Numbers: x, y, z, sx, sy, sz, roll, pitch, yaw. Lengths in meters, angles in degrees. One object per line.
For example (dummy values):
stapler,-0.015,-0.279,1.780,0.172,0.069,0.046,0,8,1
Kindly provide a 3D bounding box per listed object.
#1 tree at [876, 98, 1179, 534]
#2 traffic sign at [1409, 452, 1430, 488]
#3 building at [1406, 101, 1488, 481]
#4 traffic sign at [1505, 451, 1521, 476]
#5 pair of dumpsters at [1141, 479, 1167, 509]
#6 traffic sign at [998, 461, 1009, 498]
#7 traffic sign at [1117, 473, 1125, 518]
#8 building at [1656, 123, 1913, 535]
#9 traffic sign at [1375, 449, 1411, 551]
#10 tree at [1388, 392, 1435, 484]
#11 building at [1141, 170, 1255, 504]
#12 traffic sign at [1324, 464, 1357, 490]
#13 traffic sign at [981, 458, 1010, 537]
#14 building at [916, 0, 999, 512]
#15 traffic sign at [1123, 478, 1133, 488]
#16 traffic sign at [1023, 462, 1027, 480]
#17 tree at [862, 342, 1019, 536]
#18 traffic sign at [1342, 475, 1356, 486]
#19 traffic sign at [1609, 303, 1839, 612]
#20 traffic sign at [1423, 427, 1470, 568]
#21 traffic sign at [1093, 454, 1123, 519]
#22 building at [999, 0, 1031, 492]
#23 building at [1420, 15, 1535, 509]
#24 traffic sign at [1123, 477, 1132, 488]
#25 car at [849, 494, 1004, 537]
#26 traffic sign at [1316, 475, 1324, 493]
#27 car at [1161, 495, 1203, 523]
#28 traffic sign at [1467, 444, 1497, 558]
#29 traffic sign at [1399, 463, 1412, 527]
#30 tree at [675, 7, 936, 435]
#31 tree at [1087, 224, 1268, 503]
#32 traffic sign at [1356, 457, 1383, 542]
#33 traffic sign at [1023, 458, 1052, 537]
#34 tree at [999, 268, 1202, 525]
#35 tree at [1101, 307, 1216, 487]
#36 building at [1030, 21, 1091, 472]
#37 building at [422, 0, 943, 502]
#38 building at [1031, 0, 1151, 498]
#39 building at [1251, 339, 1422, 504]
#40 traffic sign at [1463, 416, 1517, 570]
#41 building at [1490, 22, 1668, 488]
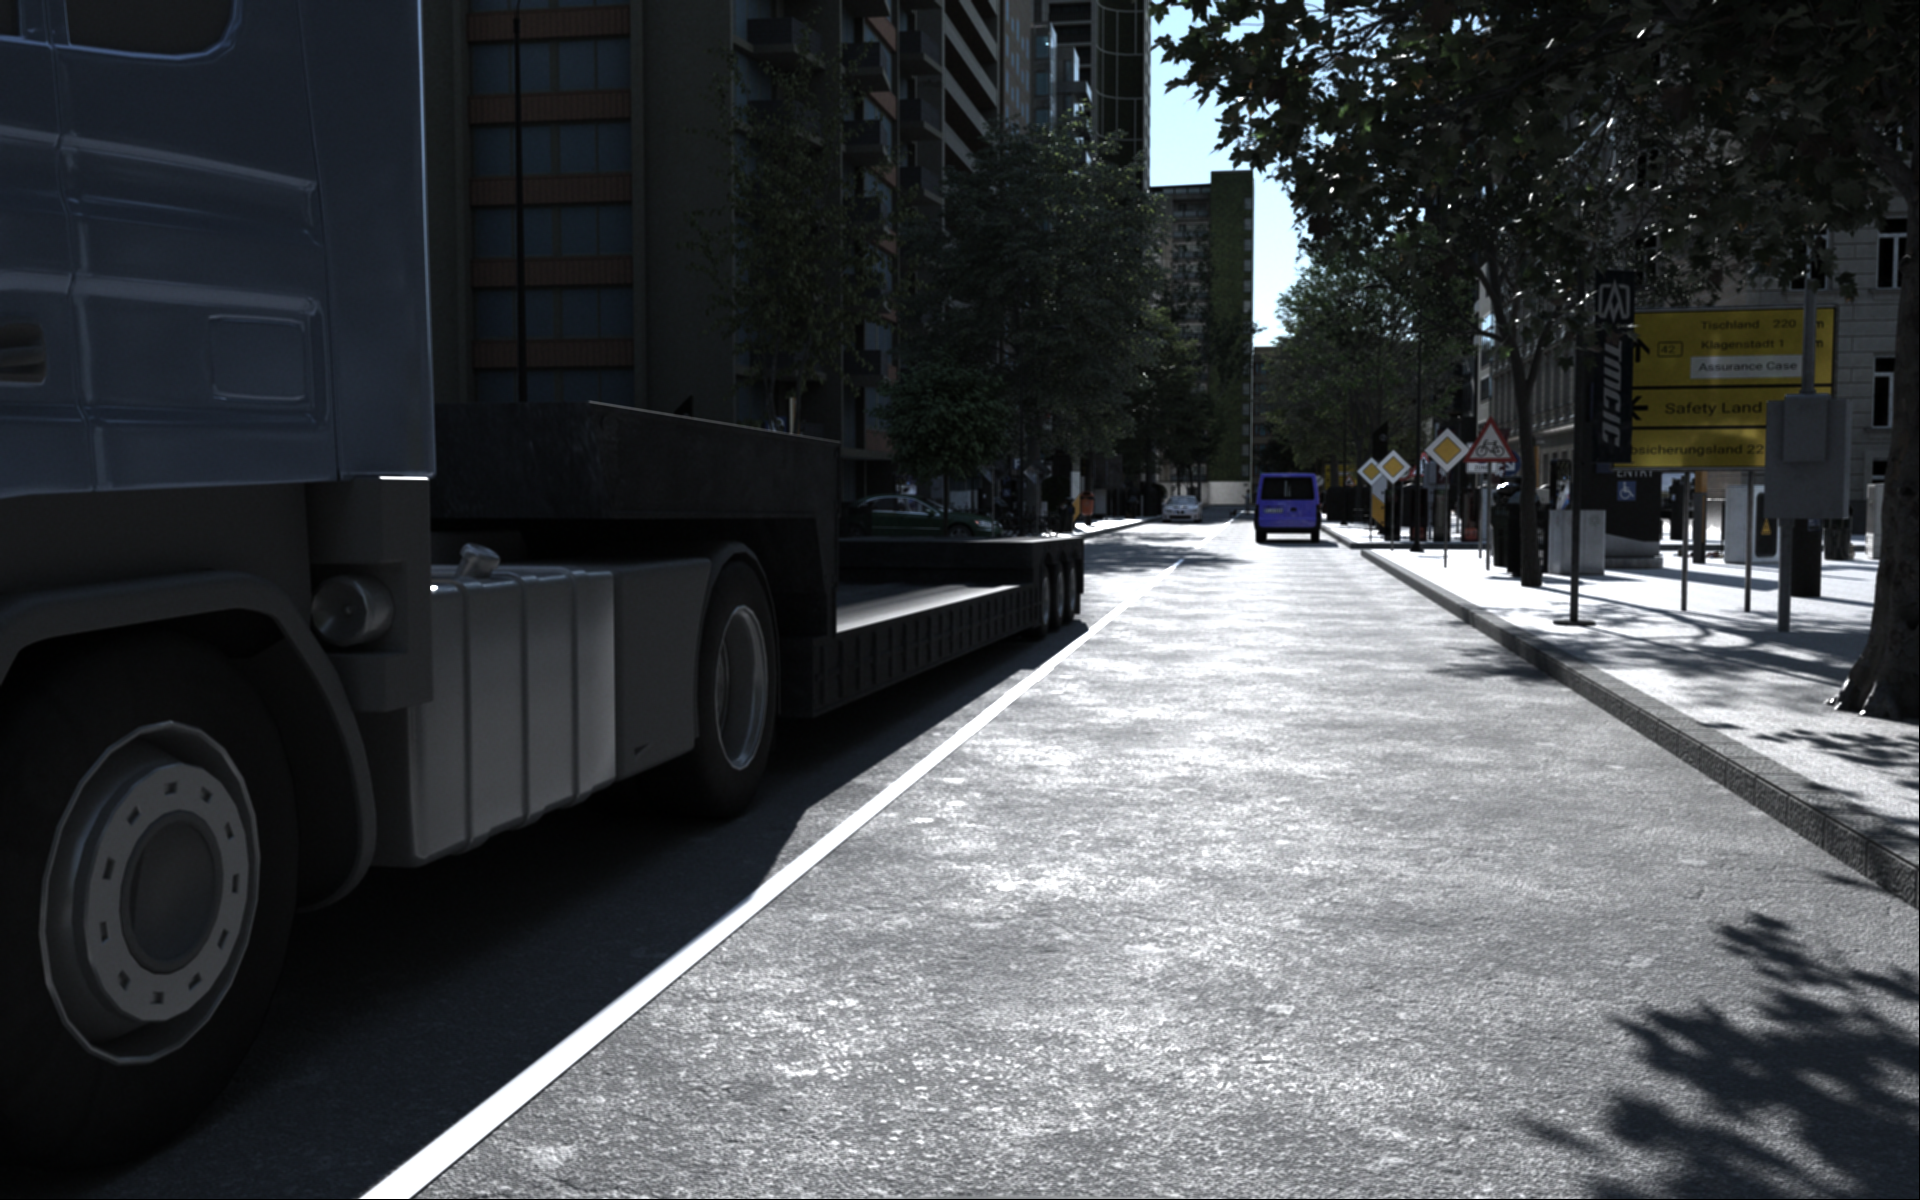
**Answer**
tree,2.272,-9.139,56.080,9.857,13.997,8.962,0,3,0
traffic sign,14.170,-3.240,52.981,0.884,2.594,0.081,1,4,17
building,55.035,-31.264,165.787,22.147,44.769,28.867,1,4,10
traffic sign,15.808,-3.056,50.071,0.768,2.556,0.104,1,4,15
pair of dumpsters,12.577,-6.719,112.346,1.574,2.255,4.437,1,4,10
traffic sign,1.421,-3.894,63.779,0.768,2.556,0.104,1,4,16
traffic sign,8.564,-5.731,93.810,0.768,2.556,0.104,1,4,14
building,37.676,-15.932,57.749,25.104,27.353,12.463,1,4,10
traffic sign,9.675,-2.146,38.732,0.795,2.450,0.064,1,4,10
tree,29.761,-10.012,114.061,4.737,8.622,4.395,0,3,0
building,30.464,-32.927,221.948,14.086,41.232,14.154,1,4,10
traffic sign,25.601,-7.488,116.307,2.265,3.308,0.079,1,4,19
traffic sign,0.770,-2.243,40.312,0.795,2.450,0.064,1,4,10
building,-9.667,-29.619,107.968,21.300,48.544,21.600,1,4,10
traffic sign,10.939,-6.766,112.753,0.606,2.300,0.079,1,4,11
traffic sign,2.539,-3.870,63.388,0.768,2.556,0.104,1,4,18
tree,-0.408,-3.291,37.520,4.285,4.588,4.351,0,3,0
traffic sign,25.402,-6.919,113.125,0.884,2.594,0.081,1,4,14
traffic sign,8.270,-1.528,18.854,2.265,3.308,0.079,1,4,15
traffic sign,8.423,-1.762,29.998,0.795,2.450,0.064,1,4,10
traffic sign,7.126,-5.751,87.908,2.265,3.308,0.079,1,4,15
building,-2.457,-29.465,131.868,14.600,45.320,14.200,1,4,10
building,49.447,-50.299,135.065,22.319,86.520,31.000,1,4,10
traffic sign,10.672,-6.737,111.340,0.795,2.450,0.064,1,4,13
car,-1.300,-2.053,45.370,4.920,1.459,2.131,1,4,10
traffic sign,24.154,-7.140,116.838,0.768,2.556,0.104,1,4,13
car,11.257,-4.601,87.580,2.083,1.381,4.827,1,4,10
traffic sign,10.358,-1.975,34.420,0.606,2.300,0.079,1,4,11
traffic sign,17.283,-4.135,67.711,0.768,2.556,0.104,1,4,14
tree,-2.602,-4.704,27.271,4.737,8.622,4.395,0,3,0
tree,14.843,-16.229,121.230,12.611,20.169,13.585,0,3,0
traffic sign,11.057,-2.627,46.597,0.795,2.450,0.064,1,4,10
traffic sign,2.152,-2.724,48.177,0.795,2.450,0.064,1,4,10
tree,5.207,-8.345,70.859,8.767,10.594,7.601,1,4,11
tree,11.570,-11.405,104.599,7.486,12.596,7.792,0,3,0
building,-2.170,-34.207,178.888,30.456,49.044,23.786,1,4,10
building,-12.958,-25.710,74.981,22.147,44.769,28.867,1,4,10
building,14.006,-48.278,227.604,20.611,71.187,20.563,1,4,10
building,52.762,-23.256,225.266,28.899,21.520,27.650,1,4,10
traffic sign,8.878,-1.777,29.062,0.884,2.594,0.081,1,4,10
building,40.119,-19.453,94.476,17.030,29.872,44.131,1,4,10
